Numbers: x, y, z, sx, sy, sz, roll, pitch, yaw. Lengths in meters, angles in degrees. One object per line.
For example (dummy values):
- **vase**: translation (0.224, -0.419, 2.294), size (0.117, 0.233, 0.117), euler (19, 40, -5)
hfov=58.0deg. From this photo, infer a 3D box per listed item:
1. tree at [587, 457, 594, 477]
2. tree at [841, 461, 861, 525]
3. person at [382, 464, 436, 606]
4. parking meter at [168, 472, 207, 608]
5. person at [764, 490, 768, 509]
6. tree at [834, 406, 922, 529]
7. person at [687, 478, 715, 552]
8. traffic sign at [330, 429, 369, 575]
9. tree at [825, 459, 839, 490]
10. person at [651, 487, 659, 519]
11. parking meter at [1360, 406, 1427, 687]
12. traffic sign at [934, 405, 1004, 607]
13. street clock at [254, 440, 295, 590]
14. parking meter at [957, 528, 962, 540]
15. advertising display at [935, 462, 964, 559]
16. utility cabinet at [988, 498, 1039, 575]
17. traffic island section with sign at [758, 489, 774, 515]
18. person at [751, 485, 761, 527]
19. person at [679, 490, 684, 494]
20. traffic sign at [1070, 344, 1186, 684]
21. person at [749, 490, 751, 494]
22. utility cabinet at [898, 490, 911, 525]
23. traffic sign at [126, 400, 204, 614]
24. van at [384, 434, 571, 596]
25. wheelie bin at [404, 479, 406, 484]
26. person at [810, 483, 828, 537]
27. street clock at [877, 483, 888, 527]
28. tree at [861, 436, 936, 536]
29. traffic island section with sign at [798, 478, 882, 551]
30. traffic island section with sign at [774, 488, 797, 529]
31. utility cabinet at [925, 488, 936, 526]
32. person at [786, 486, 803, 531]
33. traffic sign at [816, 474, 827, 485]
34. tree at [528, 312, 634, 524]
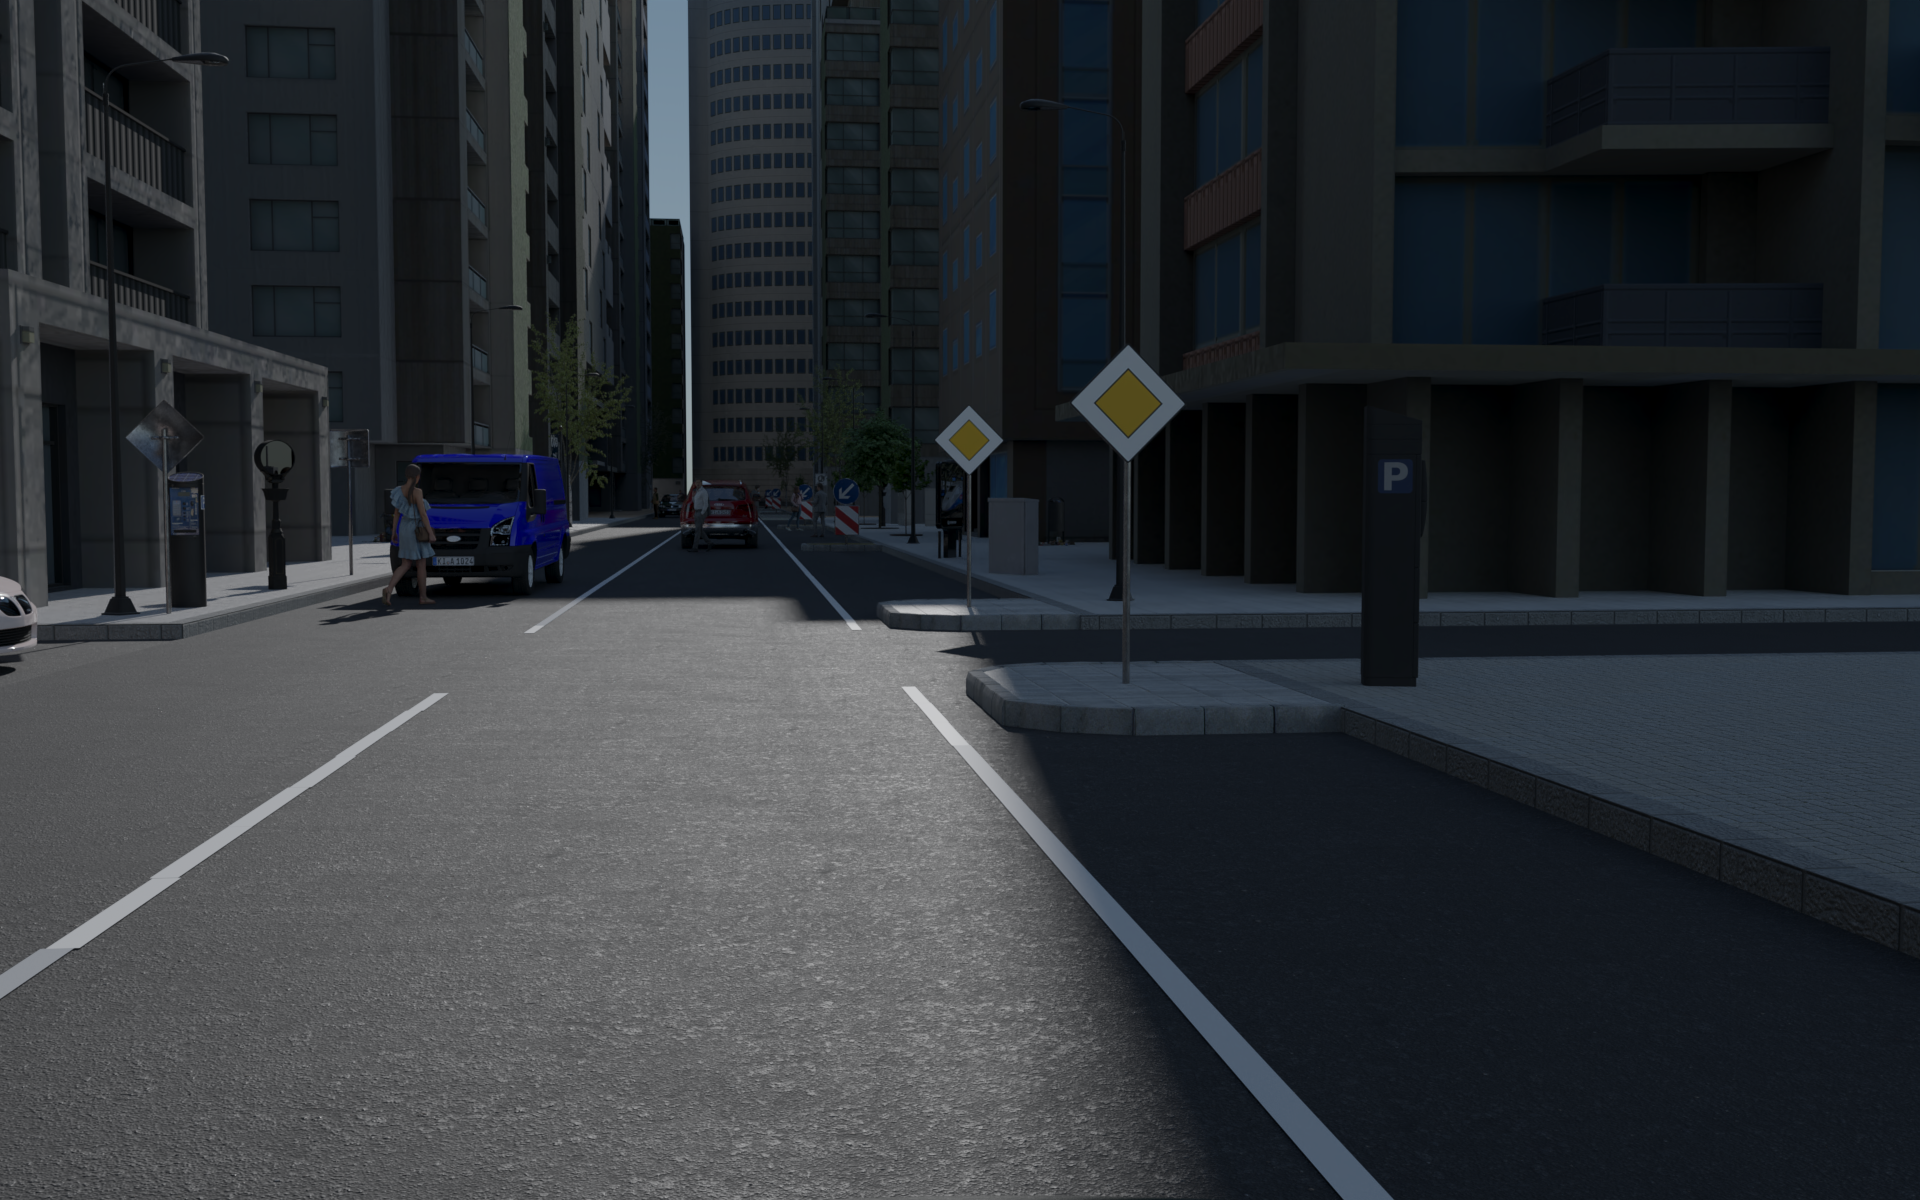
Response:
- **tree**: translation (-21.013, -6.573, 91.186), size (4.285, 4.588, 4.351), euler (0, 3, 0)
- **tree**: translation (-4.038, -4.755, 72.348), size (1.663, 3.219, 1.824), euler (0, 3, 0)
- **person**: translation (-7.031, -0.834, 22.224), size (0.616, 1.811, 0.778), euler (2, 4, 33)
- **parking meter**: translation (-8.763, -0.687, 19.644), size (0.372, 1.533, 0.369), euler (0, 3, 0)
- **person**: translation (-17.886, -9.287, 160.297), size (0.705, 1.831, 1.348), euler (1, 4, 13)
- **tree**: translation (-3.061, -4.923, 64.213), size (4.285, 4.588, 4.351), euler (0, 3, 0)
- **person**: translation (-6.440, -2.098, 42.897), size (0.850, 1.850, 0.679), euler (-3, 5, -40)
- **traffic sign**: translation (-9.628, -1.542, 27.338), size (0.606, 2.300, 0.079), euler (0, 4, -1)
- **tree**: translation (-5.156, -5.246, 80.367), size (1.663, 3.219, 1.824), euler (0, 3, 0)
- **person**: translation (-17.548, -5.573, 99.718), size (0.705, 1.812, 1.348), euler (-1, 4, -23)
- **parking meter**: translation (2.907, -0.361, 11.606), size (0.399, 1.863, 0.255), euler (0, 4, 7)
- **traffic sign**: translation (0.099, -0.975, 19.583), size (0.795, 2.450, 0.064), euler (0, 4, -7)
- **street clock**: translation (-9.182, -1.142, 23.248), size (0.471, 2.002, 0.358), euler (-3, 5, -42)
- **parking meter**: translation (-0.124, -2.448, 48.431), size (0.372, 1.533, 0.369), euler (0, 3, 0)
- **advertising display**: translation (-0.202, -1.810, 34.815), size (0.123, 1.923, 0.974), euler (2, 4, 29)
- **utility cabinet**: translation (0.859, -1.015, 27.759), size (0.306, 1.237, 1.020), euler (-2, 4, -33)
- **traffic island section with sign**: translation (-12.985, -6.887, 121.222), size (1.989, 1.847, 2.006), euler (0, 4, -7)
- **person**: translation (-8.862, -4.105, 75.422), size (0.447, 1.846, 0.655), euler (-2, 4, -26)
- **person**: translation (-22.569, -8.057, 140.674), size (0.683, 1.767, 0.568), euler (-1, 4, -17)
- **traffic sign**: translation (1.121, -0.491, 11.663), size (0.795, 2.450, 0.064), euler (0, 4, -7)
- **person**: translation (-17.639, -8.380, 146.068), size (0.434, 1.755, 0.990), euler (2, 4, 34)
- **utility cabinet**: translation (-2.269, -3.774, 70.388), size (0.318, 1.500, 1.173), euler (-1, 4, -15)
- **traffic sign**: translation (-8.477, -0.909, 18.501), size (0.795, 2.450, 0.064), euler (0, 4, -7)
- **van**: translation (-7.166, -1.331, 26.144), size (2.240, 2.365, 5.245), euler (0, 4, -6)
- **wheelie bin**: translation (-11.833, -1.815, 37.582), size (0.693, 1.594, 0.980), euler (2, 4, 27)
- **person**: translation (-4.727, -2.997, 57.701), size (0.583, 1.804, 0.606), euler (2, 4, 34)
- **street clock**: translation (-3.071, -3.907, 68.441), size (0.358, 2.002, 0.471), euler (3, 4, 37)
- **tree**: translation (-1.741, -3.572, 53.005), size (1.663, 3.219, 1.824), euler (0, 3, 0)
- **traffic island section with sign**: translation (-3.058, -2.182, 44.309), size (1.989, 1.847, 2.006), euler (0, 4, -7)
- **traffic island section with sign**: translation (-6.496, -3.818, 71.045), size (1.989, 1.847, 2.006), euler (0, 4, -7)
- **utility cabinet**: translation (-0.807, -3.671, 68.694), size (1.173, 1.500, 0.318), euler (0, 4, -1)
- **person**: translation (-6.458, -3.578, 67.586), size (0.643, 1.750, 0.593), euler (1, 4, 22)
- **traffic sign**: translation (-6.958, -5.185, 86.898), size (0.606, 2.300, 0.079), euler (0, 4, -4)
- **tree**: translation (-15.711, -7.333, 70.259), size (4.737, 8.622, 4.395), euler (0, 3, 0)
